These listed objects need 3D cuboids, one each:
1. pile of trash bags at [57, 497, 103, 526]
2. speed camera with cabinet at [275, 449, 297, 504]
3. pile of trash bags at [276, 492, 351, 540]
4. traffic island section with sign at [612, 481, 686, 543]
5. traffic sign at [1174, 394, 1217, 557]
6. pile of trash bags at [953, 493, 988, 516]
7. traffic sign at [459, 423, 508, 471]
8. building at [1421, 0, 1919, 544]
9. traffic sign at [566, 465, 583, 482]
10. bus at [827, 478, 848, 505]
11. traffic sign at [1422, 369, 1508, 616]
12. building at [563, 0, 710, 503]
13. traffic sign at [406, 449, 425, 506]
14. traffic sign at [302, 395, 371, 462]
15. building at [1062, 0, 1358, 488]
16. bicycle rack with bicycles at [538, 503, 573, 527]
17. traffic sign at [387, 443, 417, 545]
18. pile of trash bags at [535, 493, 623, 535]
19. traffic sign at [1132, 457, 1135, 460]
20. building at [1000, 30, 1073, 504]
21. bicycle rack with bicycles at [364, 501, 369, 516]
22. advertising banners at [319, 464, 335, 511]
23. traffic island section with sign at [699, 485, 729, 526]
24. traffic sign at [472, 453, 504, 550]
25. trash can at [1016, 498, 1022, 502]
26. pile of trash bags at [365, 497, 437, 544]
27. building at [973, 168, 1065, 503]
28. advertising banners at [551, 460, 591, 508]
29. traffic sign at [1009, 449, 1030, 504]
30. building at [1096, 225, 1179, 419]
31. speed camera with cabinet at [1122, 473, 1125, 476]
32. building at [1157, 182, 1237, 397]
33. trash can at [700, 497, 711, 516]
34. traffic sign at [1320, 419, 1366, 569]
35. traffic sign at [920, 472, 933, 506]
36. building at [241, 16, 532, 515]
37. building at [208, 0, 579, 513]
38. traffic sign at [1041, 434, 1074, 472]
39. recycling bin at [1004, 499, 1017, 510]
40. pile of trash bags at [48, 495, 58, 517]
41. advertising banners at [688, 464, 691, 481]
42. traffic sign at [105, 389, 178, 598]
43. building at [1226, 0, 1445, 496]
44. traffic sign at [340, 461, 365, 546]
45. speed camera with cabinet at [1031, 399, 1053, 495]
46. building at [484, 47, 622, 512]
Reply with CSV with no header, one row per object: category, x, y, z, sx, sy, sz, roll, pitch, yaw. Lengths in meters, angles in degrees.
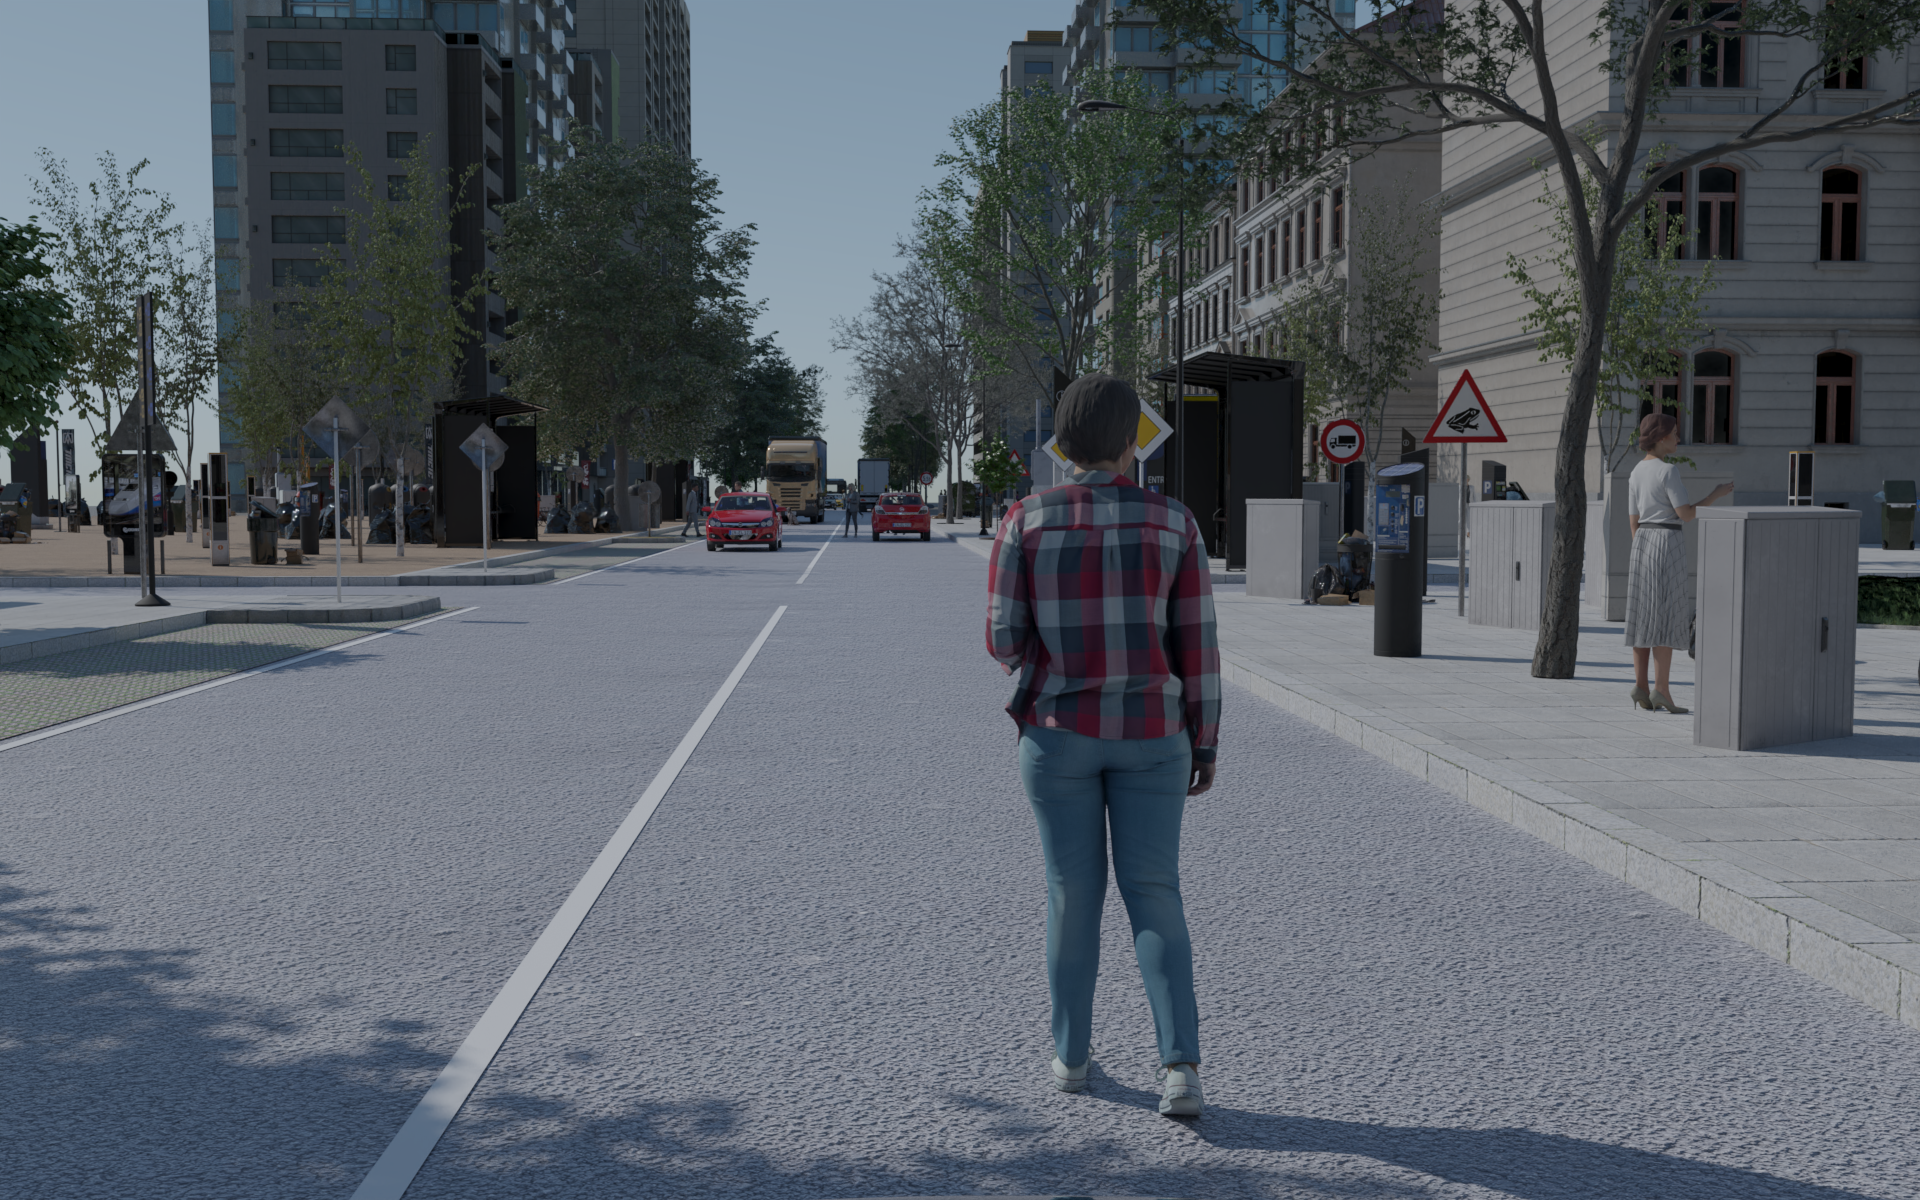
pile of trash bags,-34.848,-3.755,71.144,3.447,1.369,1.912,-1,4,-16
speed camera with cabinet,-29.317,-4.955,75.358,0.660,3.252,2.038,-2,4,-29
pile of trash bags,-18.937,-2.489,50.449,1.912,1.369,3.447,-2,4,-29
traffic island section with sign,-9.135,-2.592,51.012,1.989,1.847,2.006,0,4,-3
traffic sign,5.474,-2.529,35.222,2.265,3.308,0.079,0,4,2
pile of trash bags,0.685,-5.659,102.283,1.912,1.369,3.447,2,4,29
traffic sign,-7.818,-1.604,28.419,0.795,2.593,0.064,0,4,-3
building,26.935,-16.062,49.997,23.554,28.519,14.401,0,4,-3
traffic sign,-17.157,-4.706,77.046,0.768,2.556,0.104,0,4,6
bus,-14.317,-12.477,198.859,2.948,3.499,13.247,0,4,-4
traffic sign,5.258,-1.106,18.095,0.884,2.594,0.081,0,4,1
building,-47.013,-49.602,249.246,20.563,71.187,20.611,0,4,-3
traffic sign,-15.395,-2.968,48.627,0.768,2.556,0.104,0,4,3
traffic sign,-7.362,-1.117,20.447,0.795,2.593,0.064,0,4,-3
building,20.871,-32.507,151.091,23.786,49.044,30.456,0,4,-3
bicycle rack with bicycles,-16.338,-3.395,68.885,2.925,0.926,2.852,-3,5,-43
traffic sign,-13.986,-2.648,43.408,0.768,2.556,0.104,0,4,4
pile of trash bags,-12.662,-2.815,55.784,1.912,1.369,3.447,3,4,37
traffic sign,2.945,-1.979,32.456,0.768,2.556,0.104,0,4,6
building,15.835,-41.969,228.189,21.231,58.520,28.212,0,4,-3
bicycle rack with bicycles,-33.790,-5.367,101.125,2.852,0.926,2.925,0,4,-2
advertising banners,-36.525,-6.274,98.770,2.074,3.025,0.090,-1,4,-19
traffic island section with sign,-10.675,-4.238,77.923,1.989,1.847,2.006,0,4,-3
traffic sign,-10.891,-2.436,39.943,0.768,2.556,0.104,0,4,-2
trash can,2.176,-2.774,57.012,0.748,1.137,0.748,0,3,0
pile of trash bags,-14.008,-2.202,45.757,1.912,1.369,3.447,1,4,17
building,13.242,-38.504,253.246,21.300,48.544,21.600,0,4,-3
advertising banners,-19.918,-5.665,88.811,2.074,3.025,0.090,-2,4,-26
traffic sign,1.581,-3.072,50.231,0.884,2.594,0.081,0,4,1
building,25.278,-16.971,122.512,27.650,21.520,28.899,0,4,-3
speed camera with cabinet,8.594,-5.618,86.185,0.660,3.252,2.038,-1,4,-23
building,17.675,-14.130,95.657,10.561,19.102,19.286,0,4,-3
trash can,-14.711,-5.407,100.057,0.748,1.137,0.748,0,3,0
traffic sign,6.478,-1.792,29.398,0.768,2.556,0.104,0,4,3
traffic sign,-1.920,-6.071,99.371,0.768,2.556,0.104,0,4,-1
building,-35.423,-20.640,109.158,14.160,30.474,14.107,0,4,-3
building,-41.605,-31.263,130.751,23.786,49.044,30.456,0,4,-3
traffic sign,1.762,-1.636,28.945,0.795,2.593,0.064,0,4,-3
recycling bin,2.709,-4.831,91.547,0.722,1.027,0.722,0,4,5
pile of trash bags,-50.206,-5.304,96.465,3.447,1.369,1.912,1,4,15
advertising banners,-16.572,-6.368,100.298,2.074,3.025,0.090,-1,4,-22
traffic sign,-10.047,-1.300,21.257,0.884,2.594,0.081,0,4,-1
building,19.122,-14.627,75.306,11.583,22.565,21.152,0,4,-3
traffic sign,-14.953,-2.598,42.590,0.768,2.556,0.104,0,4,-1
speed camera with cabinet,1.778,-2.521,35.549,0.660,3.252,2.038,0,4,4
building,-38.142,-28.786,154.252,14.154,41.232,14.086,0,4,-3
